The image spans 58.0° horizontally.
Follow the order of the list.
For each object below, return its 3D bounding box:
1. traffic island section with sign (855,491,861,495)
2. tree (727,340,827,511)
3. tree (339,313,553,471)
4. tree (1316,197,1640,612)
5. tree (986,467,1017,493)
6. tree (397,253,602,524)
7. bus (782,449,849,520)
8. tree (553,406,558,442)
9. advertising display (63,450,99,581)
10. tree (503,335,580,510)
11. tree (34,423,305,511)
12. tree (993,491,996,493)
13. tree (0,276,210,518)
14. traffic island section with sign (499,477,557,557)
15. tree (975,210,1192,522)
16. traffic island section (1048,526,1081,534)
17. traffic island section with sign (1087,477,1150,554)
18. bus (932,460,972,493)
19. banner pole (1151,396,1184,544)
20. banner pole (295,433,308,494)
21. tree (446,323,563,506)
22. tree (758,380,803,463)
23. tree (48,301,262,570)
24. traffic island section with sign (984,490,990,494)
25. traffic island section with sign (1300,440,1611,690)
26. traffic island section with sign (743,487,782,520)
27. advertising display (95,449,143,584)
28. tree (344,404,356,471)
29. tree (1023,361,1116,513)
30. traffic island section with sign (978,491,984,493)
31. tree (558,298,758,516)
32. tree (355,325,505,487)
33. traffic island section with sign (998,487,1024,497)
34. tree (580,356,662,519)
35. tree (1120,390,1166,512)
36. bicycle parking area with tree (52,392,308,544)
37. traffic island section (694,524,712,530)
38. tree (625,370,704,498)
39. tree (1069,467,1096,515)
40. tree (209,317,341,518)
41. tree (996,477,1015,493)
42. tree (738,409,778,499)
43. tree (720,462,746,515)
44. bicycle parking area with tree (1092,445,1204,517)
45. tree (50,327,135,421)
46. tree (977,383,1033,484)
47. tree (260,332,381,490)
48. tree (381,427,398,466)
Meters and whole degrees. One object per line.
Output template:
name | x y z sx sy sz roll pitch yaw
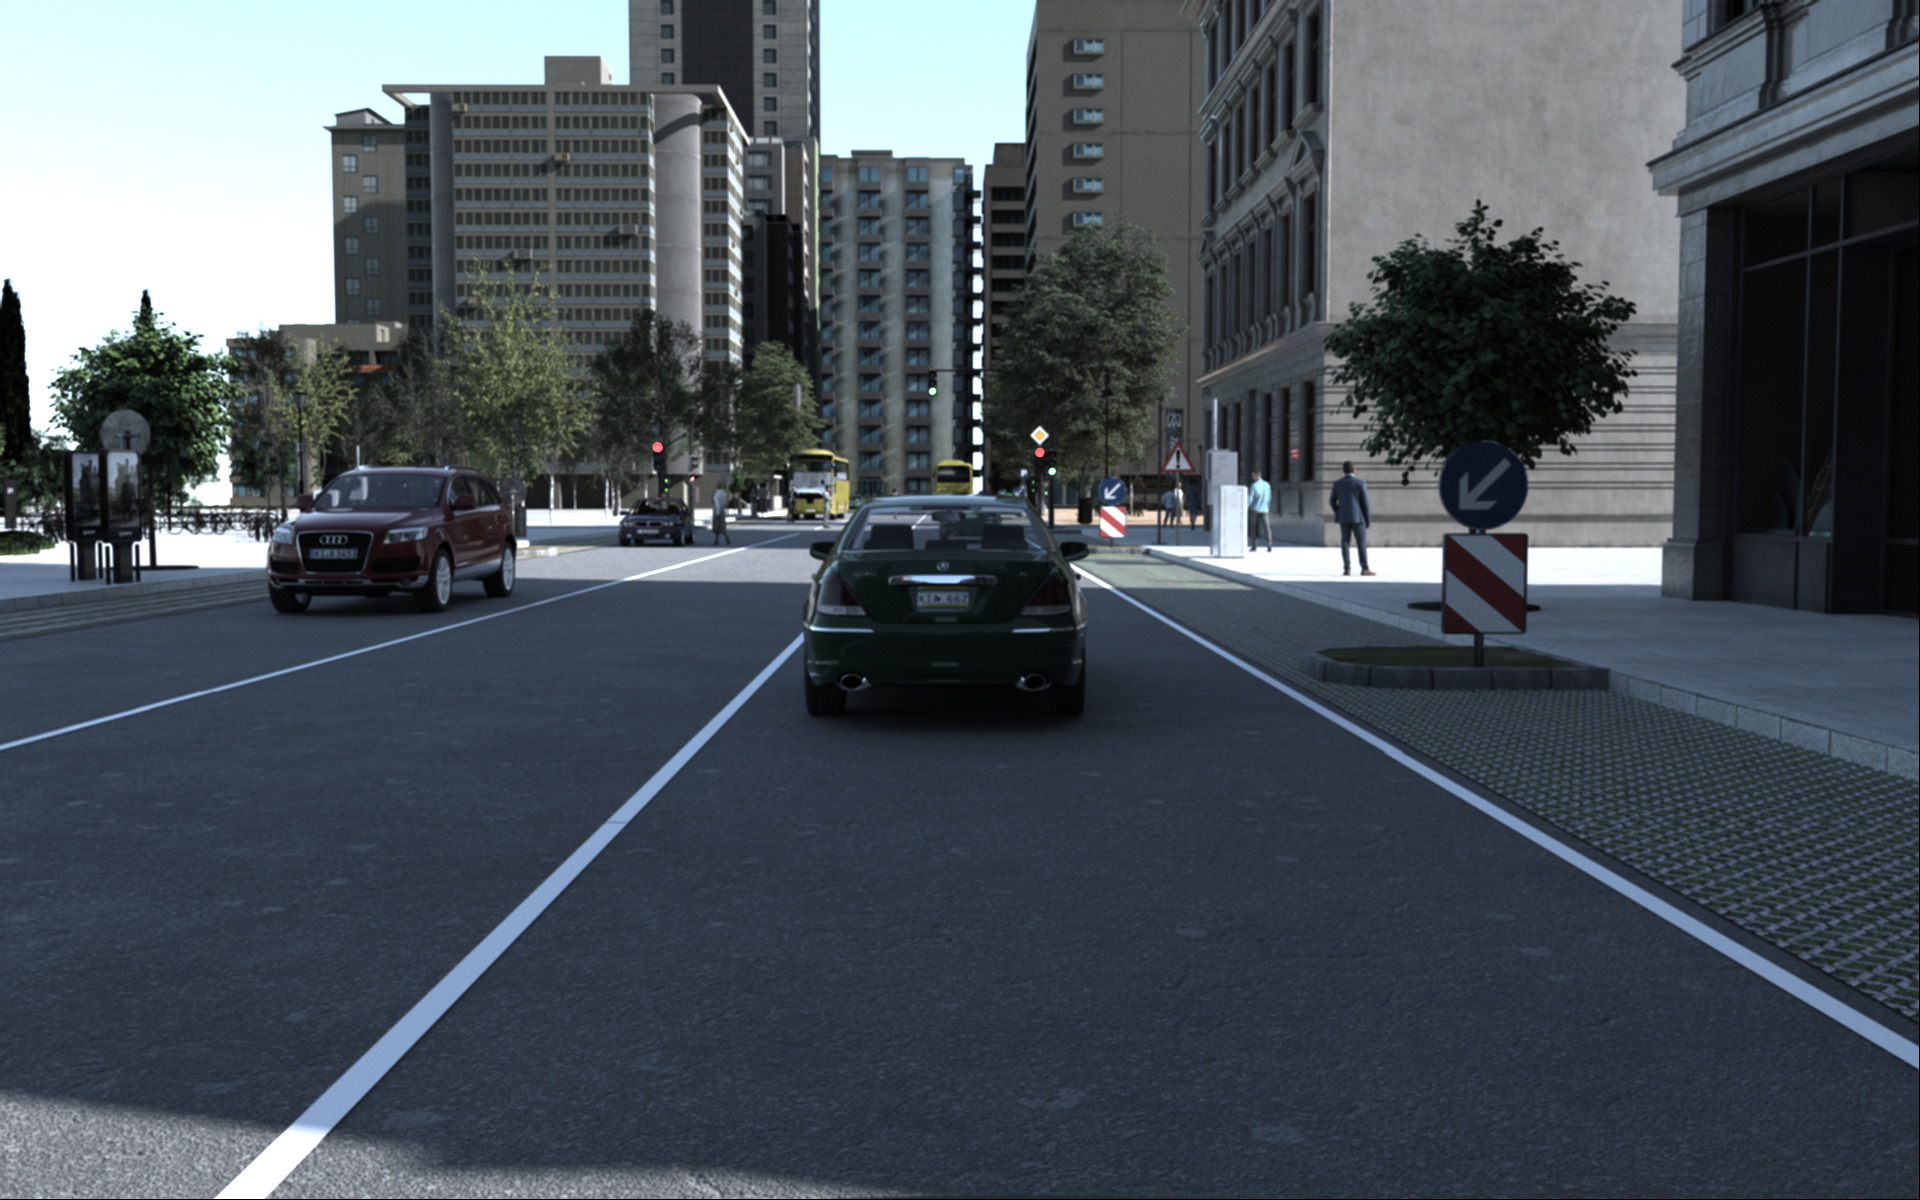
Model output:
traffic island section with sign | -11.701 -11.704 199.985 1.989 1.847 2.006 0 4 0
tree | -13.566 -12.845 128.147 7.486 12.596 7.792 0 3 0
tree | -26.028 -9.429 88.574 8.767 10.594 7.601 0 4 -5
tree | 5.758 -2.184 19.421 4.285 4.588 4.351 0 3 0
tree | 4.592 -12.822 193.349 4.285 4.588 4.351 0 3 0
tree | -13.658 -6.234 52.289 4.737 8.622 4.395 0 3 0
bus | -7.987 -6.545 98.557 2.896 3.916 12.252 0 4 0
tree | -19.748 -10.075 99.134 8.767 10.594 7.601 -1 4 -21
advertising display | -13.060 -1.262 25.855 0.123 1.923 0.974 0 4 -1
tree | -20.475 -7.996 81.102 4.360 8.622 3.978 0 3 0
tree | -58.411 -9.966 125.846 11.467 7.101 20.602 2 4 33
tree | 4.672 -13.246 211.165 1.663 3.219 1.824 0 3 0
tree | -56.606 -12.648 108.618 18.604 14.587 13.155 -1 4 -13
traffic island section with sign | -10.477 -1.936 40.288 1.989 1.847 2.006 0 4 0
tree | 5.664 -10.549 79.129 9.857 13.997 8.962 0 3 0
traffic island section | 3.353 -2.514 63.392 2.009 0.180 2.903 0 4 0
traffic island section with sign | 3.520 -2.044 42.053 1.989 1.847 2.006 0 4 0
bus | -0.553 -8.102 124.018 2.896 3.916 12.252 0 4 -1
banner pole | 5.341 -3.330 44.456 0.863 3.779 0.401 -1 4 -14
banner pole | -26.806 -4.930 70.622 0.863 3.779 0.401 2 4 33
tree | -29.982 -12.051 115.166 7.486 12.596 7.792 0 3 0
tree | -14.321 -10.858 111.941 8.767 10.594 7.601 -1 4 -22
tree | -13.798 -2.812 29.686 4.285 4.588 4.351 0 3 0
traffic island section with sign | 2.907 -6.998 123.039 1.989 1.847 2.006 0 4 0
traffic island section with sign | 3.746 -0.300 13.540 1.989 1.847 2.006 0 4 0
traffic island section with sign | -10.914 -5.336 95.877 1.989 1.847 2.006 0 4 0
advertising display | -12.089 -1.208 24.968 0.123 1.923 0.974 0 4 1
tree | -38.637 -9.933 112.765 4.360 8.622 3.978 0 3 0
tree | 6.431 -8.523 89.707 4.737 8.622 4.395 0 3 0
traffic island section with sign | 2.301 -11.710 200.083 1.989 1.847 2.006 0 4 0
tree | -14.239 -9.085 82.950 7.601 10.594 8.767 0 4 1
tree | -22.873 -7.610 74.790 4.360 8.622 3.978 0 3 0
traffic island section with sign | 3.100 -5.342 95.975 1.989 1.847 2.006 0 4 0
tree | -18.462 -8.596 90.902 4.360 8.622 3.978 0 3 0
tree | 12.368 -10.532 122.555 4.360 8.622 3.978 0 3 0
bicycle parking area with tree | -20.961 -3.712 47.695 8.231 4.147 9.016 0 4 -7
traffic island section | -11.049 -2.996 71.272 2.009 0.180 2.903 0 4 0
tree | -24.303 -13.104 139.997 9.928 11.665 9.643 0 3 0
tree | 7.497 -6.863 106.816 1.663 3.219 1.824 0 3 0
tree | -35.928 -9.602 91.402 7.601 10.594 8.767 2 4 34
tree | 4.676 -10.962 173.830 1.663 3.219 1.824 0 3 0
tree | -16.688 -11.793 143.177 4.360 8.622 3.978 0 3 0
tree | -13.852 -6.776 105.381 1.663 3.219 1.824 0 3 0
bicycle parking area with tree | 11.552 -7.002 101.477 8.231 4.147 9.016 1 4 12
tree | -36.422 -7.594 74.532 4.737 8.622 4.395 0 3 0
tree | 5.320 -13.631 148.616 9.928 11.665 9.643 0 3 0
tree | -28.982 -7.784 77.629 4.737 8.622 4.395 0 3 0
tree | -39.832 -10.585 123.424 4.737 8.622 4.395 0 3 0
